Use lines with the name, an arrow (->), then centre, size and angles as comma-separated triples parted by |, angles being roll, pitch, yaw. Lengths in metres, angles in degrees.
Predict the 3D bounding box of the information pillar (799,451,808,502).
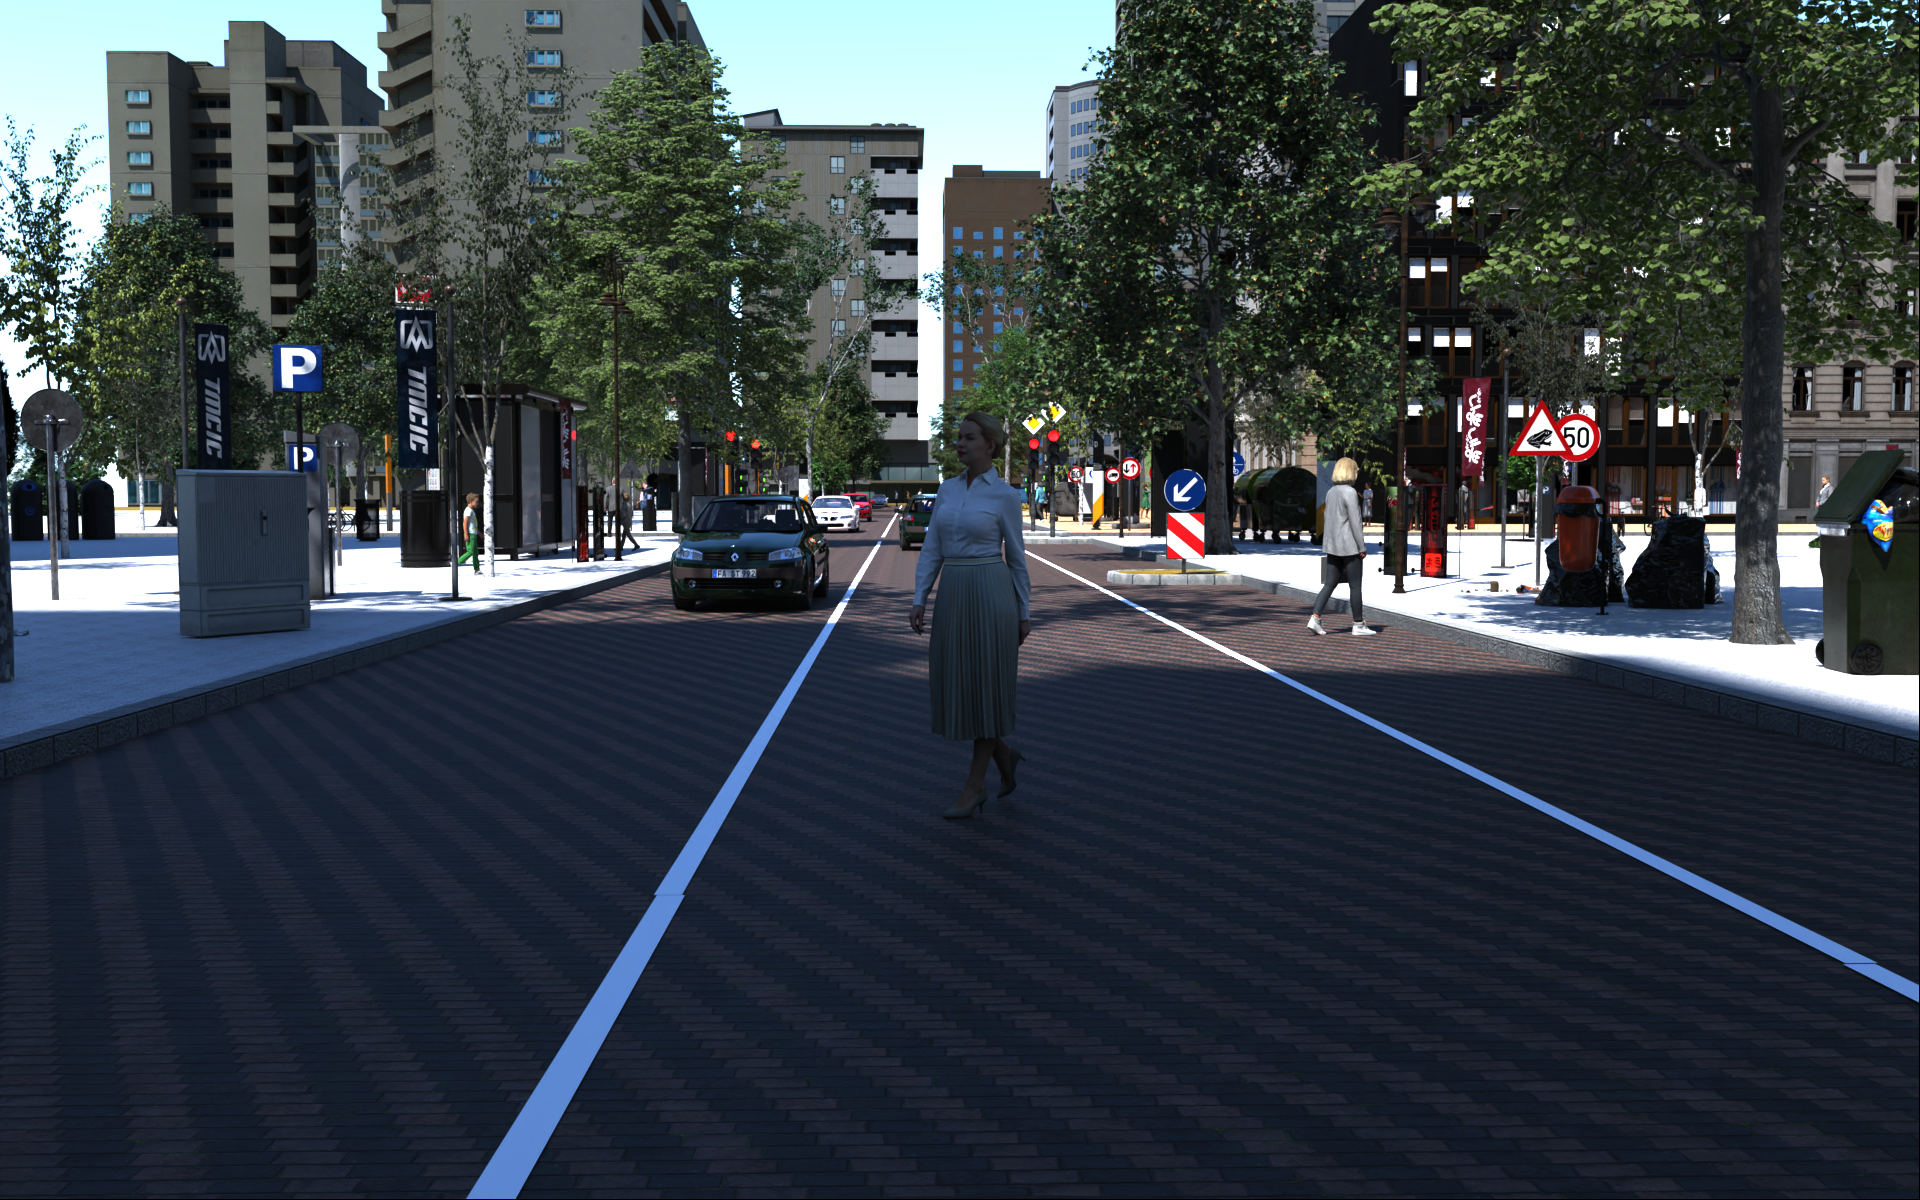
information pillar -> -8.534, -6.293, 94.244 | 0.504, 3.616, 0.183 | -1, 4, -16

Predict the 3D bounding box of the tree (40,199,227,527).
tree -> -31.148, -9.229, 67.901 | 9.611, 12.733, 9.660 | 0, 3, 0

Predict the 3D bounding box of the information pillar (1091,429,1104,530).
information pillar -> 4.936, -4.313, 61.872 | 0.183, 3.616, 0.504 | -3, 5, -40

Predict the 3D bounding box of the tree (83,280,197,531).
tree -> -28.510, -6.749, 60.703 | 4.360, 8.622, 3.978 | 0, 3, 0

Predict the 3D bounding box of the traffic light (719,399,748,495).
traffic light -> -6.642, -3.778, 50.688 | 0.839, 4.253, 0.868 | 0, 4, -2

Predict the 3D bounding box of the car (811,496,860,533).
car -> -4.776, -3.233, 65.215 | 2.083, 1.381, 4.827 | 0, 4, -1

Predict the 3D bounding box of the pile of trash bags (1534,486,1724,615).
pile of trash bags -> 7.467, -0.608, 19.700 | 1.912, 1.369, 3.447 | 2, 4, 35

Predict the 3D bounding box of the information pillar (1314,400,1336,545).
information pillar -> 9.118, -3.169, 43.161 | 0.504, 3.616, 0.183 | 2, 4, 30

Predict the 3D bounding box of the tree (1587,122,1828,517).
tree -> 14.456, -5.088, 33.545 | 4.360, 8.622, 3.978 | 0, 3, 0

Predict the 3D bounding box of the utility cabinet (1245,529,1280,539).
utility cabinet -> 8.732, -2.380, 50.072 | 1.020, 1.237, 0.306 | 1, 4, 15

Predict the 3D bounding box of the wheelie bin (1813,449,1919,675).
wheelie bin -> 6.620, -0.281, 12.508 | 0.693, 1.594, 0.980 | 0, 4, 5

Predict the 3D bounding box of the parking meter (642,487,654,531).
parking meter -> -10.738, -3.130, 59.580 | 0.372, 1.533, 0.369 | 0, 3, 0

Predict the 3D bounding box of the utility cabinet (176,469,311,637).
utility cabinet -> -6.537, -0.439, 15.857 | 0.318, 1.500, 1.173 | 2, 4, 30

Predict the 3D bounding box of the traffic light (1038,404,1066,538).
traffic light -> 2.714, -3.796, 50.981 | 0.839, 4.253, 0.868 | 0, 4, -2

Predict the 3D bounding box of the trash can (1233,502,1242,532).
trash can -> 9.333, -2.877, 58.694 | 0.748, 1.137, 0.748 | 0, 3, 0

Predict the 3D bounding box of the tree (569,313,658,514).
tree -> -23.742, -12.481, 114.435 | 12.009, 13.543, 11.850 | 0, 3, 0

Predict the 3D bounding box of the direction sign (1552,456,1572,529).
direction sign -> 21.941, -4.352, 63.155 | 0.379, 3.537, 0.876 | -2, 4, -31

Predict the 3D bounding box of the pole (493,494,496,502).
pole -> -13.410, -3.416, 49.692 | 0.158, 3.312, 0.155 | 0, 3, 0

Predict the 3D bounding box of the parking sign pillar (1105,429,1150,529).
parking sign pillar -> 6.358, -4.640, 64.342 | 1.447, 3.967, 1.447 | 1, 4, 17

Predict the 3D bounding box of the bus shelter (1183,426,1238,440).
bus shelter -> 8.434, -5.289, 64.108 | 2.179, 5.291, 8.768 | 0, 4, -2

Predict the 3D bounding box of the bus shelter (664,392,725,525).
bus shelter -> -10.590, -5.697, 70.771 | 2.179, 5.291, 8.768 | 0, 4, -2

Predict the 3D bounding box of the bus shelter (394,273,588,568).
bus shelter -> -9.260, -3.463, 34.256 | 2.179, 5.291, 8.768 | 0, 4, -2

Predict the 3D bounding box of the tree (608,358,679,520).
tree -> -16.322, -8.367, 87.166 | 4.737, 8.622, 4.395 | 0, 3, 0

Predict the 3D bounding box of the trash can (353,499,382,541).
trash can -> -16.107, -2.169, 47.110 | 0.748, 1.137, 0.748 | 0, 3, 0

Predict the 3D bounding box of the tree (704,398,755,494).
tree -> -17.042, -10.955, 129.469 | 4.360, 8.622, 3.978 | 0, 3, 0

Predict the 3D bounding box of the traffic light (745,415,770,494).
traffic light -> -6.879, -4.266, 58.670 | 0.839, 4.253, 0.868 | 0, 4, -2

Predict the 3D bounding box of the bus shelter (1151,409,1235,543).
bus shelter -> 6.147, -3.431, 47.376 | 1.731, 3.624, 6.357 | 0, 4, -2

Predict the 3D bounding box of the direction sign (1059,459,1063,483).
direction sign -> 6.433, -7.321, 111.698 | 0.379, 3.537, 0.876 | -2, 4, -26

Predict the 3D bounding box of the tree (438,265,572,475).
tree -> -25.667, -11.525, 95.094 | 9.857, 13.997, 8.962 | 0, 3, 0

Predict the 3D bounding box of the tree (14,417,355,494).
tree -> -50.918, -9.311, 115.140 | 11.467, 7.101, 20.602 | 2, 4, 32

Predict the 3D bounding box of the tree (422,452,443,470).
tree -> -34.807, -9.958, 113.171 | 4.737, 8.622, 4.395 | 0, 3, 0

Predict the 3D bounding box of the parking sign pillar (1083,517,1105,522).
parking sign pillar -> 6.419, -5.650, 80.844 | 1.447, 3.967, 1.447 | 0, 4, 4

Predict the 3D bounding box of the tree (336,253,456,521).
tree -> -28.229, -10.047, 81.280 | 9.611, 12.733, 9.660 | 0, 3, 0

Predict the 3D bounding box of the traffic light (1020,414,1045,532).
traffic light -> 2.477, -4.284, 58.962 | 0.839, 4.253, 0.868 | 0, 4, -2

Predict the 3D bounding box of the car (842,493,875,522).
car -> -5.511, -4.986, 90.566 | 2.155, 1.783, 4.494 | 0, 4, -2

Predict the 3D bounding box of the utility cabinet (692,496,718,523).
utility cabinet -> -6.928, -2.189, 46.945 | 0.306, 1.237, 1.020 | 3, 4, 38

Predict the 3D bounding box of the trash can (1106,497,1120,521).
trash can -> 7.417, -4.425, 84.002 | 0.748, 1.137, 0.748 | 0, 3, 0

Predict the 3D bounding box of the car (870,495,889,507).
car -> -9.049, -11.115, 194.091 | 2.083, 1.381, 4.827 | 0, 4, -2

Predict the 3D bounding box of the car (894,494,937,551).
car -> -0.711, -2.169, 45.257 | 2.009, 1.686, 4.222 | 0, 4, -3

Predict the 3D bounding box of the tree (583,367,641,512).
tree -> -25.789, -12.316, 127.118 | 9.928, 11.665, 9.643 | 0, 3, 0

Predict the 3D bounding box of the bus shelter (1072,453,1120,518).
bus shelter -> 6.995, -5.794, 88.655 | 2.014, 3.302, 5.546 | 0, 4, -2

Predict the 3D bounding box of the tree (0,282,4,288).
tree -> -17.534, -4.684, 26.946 | 4.360, 8.622, 3.978 | 0, 3, 0

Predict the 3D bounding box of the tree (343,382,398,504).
tree -> -35.620, -9.336, 103.007 | 4.737, 8.622, 4.395 | 0, 3, 0

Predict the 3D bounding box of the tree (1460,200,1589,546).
tree -> 14.618, -5.654, 42.803 | 4.360, 8.622, 3.978 | 0, 3, 0

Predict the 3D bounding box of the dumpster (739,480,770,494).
dumpster -> -8.800, -4.154, 73.678 | 1.264, 1.857, 1.865 | 0, 4, -2

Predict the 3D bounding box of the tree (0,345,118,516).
tree -> -55.908, -11.890, 96.222 | 13.155, 14.587, 18.604 | 0, 4, -7

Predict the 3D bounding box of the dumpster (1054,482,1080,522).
dumpster -> 4.949, -4.595, 80.888 | 1.264, 1.857, 1.865 | 0, 4, -2

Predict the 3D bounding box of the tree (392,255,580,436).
tree -> -18.515, -8.134, 67.408 | 7.601, 10.594, 8.767 | 0, 4, 4

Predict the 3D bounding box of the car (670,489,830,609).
car -> -2.697, -0.795, 22.785 | 2.009, 1.686, 4.222 | 0, 4, 0

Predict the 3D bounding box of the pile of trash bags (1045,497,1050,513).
pile of trash bags -> 6.759, -6.739, 119.942 | 1.912, 1.369, 3.447 | 0, 4, -2

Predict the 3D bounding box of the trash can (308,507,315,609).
trash can -> -7.226, -0.411, 18.374 | 0.748, 1.137, 0.748 | 0, 3, 0

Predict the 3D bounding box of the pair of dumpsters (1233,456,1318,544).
pair of dumpsters -> 8.459, -2.673, 46.202 | 1.574, 2.255, 4.437 | 0, 4, -2

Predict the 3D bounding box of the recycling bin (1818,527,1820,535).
recycling bin -> 26.319, -2.415, 52.042 | 0.722, 1.027, 0.722 | 0, 4, -6

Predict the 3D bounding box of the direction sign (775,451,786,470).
direction sign -> -9.510, -6.105, 91.812 | 0.379, 3.537, 0.876 | -3, 5, -42

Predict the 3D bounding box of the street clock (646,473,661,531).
street clock -> -10.679, -3.413, 60.366 | 0.471, 2.002, 0.358 | -1, 4, -17

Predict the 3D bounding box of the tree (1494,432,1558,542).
tree -> 15.502, -3.215, 47.161 | 1.663, 3.219, 1.824 | 0, 3, 0

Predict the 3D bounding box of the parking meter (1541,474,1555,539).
parking meter -> 16.795, -2.685, 49.617 | 0.399, 1.863, 0.255 | 3, 4, 36
